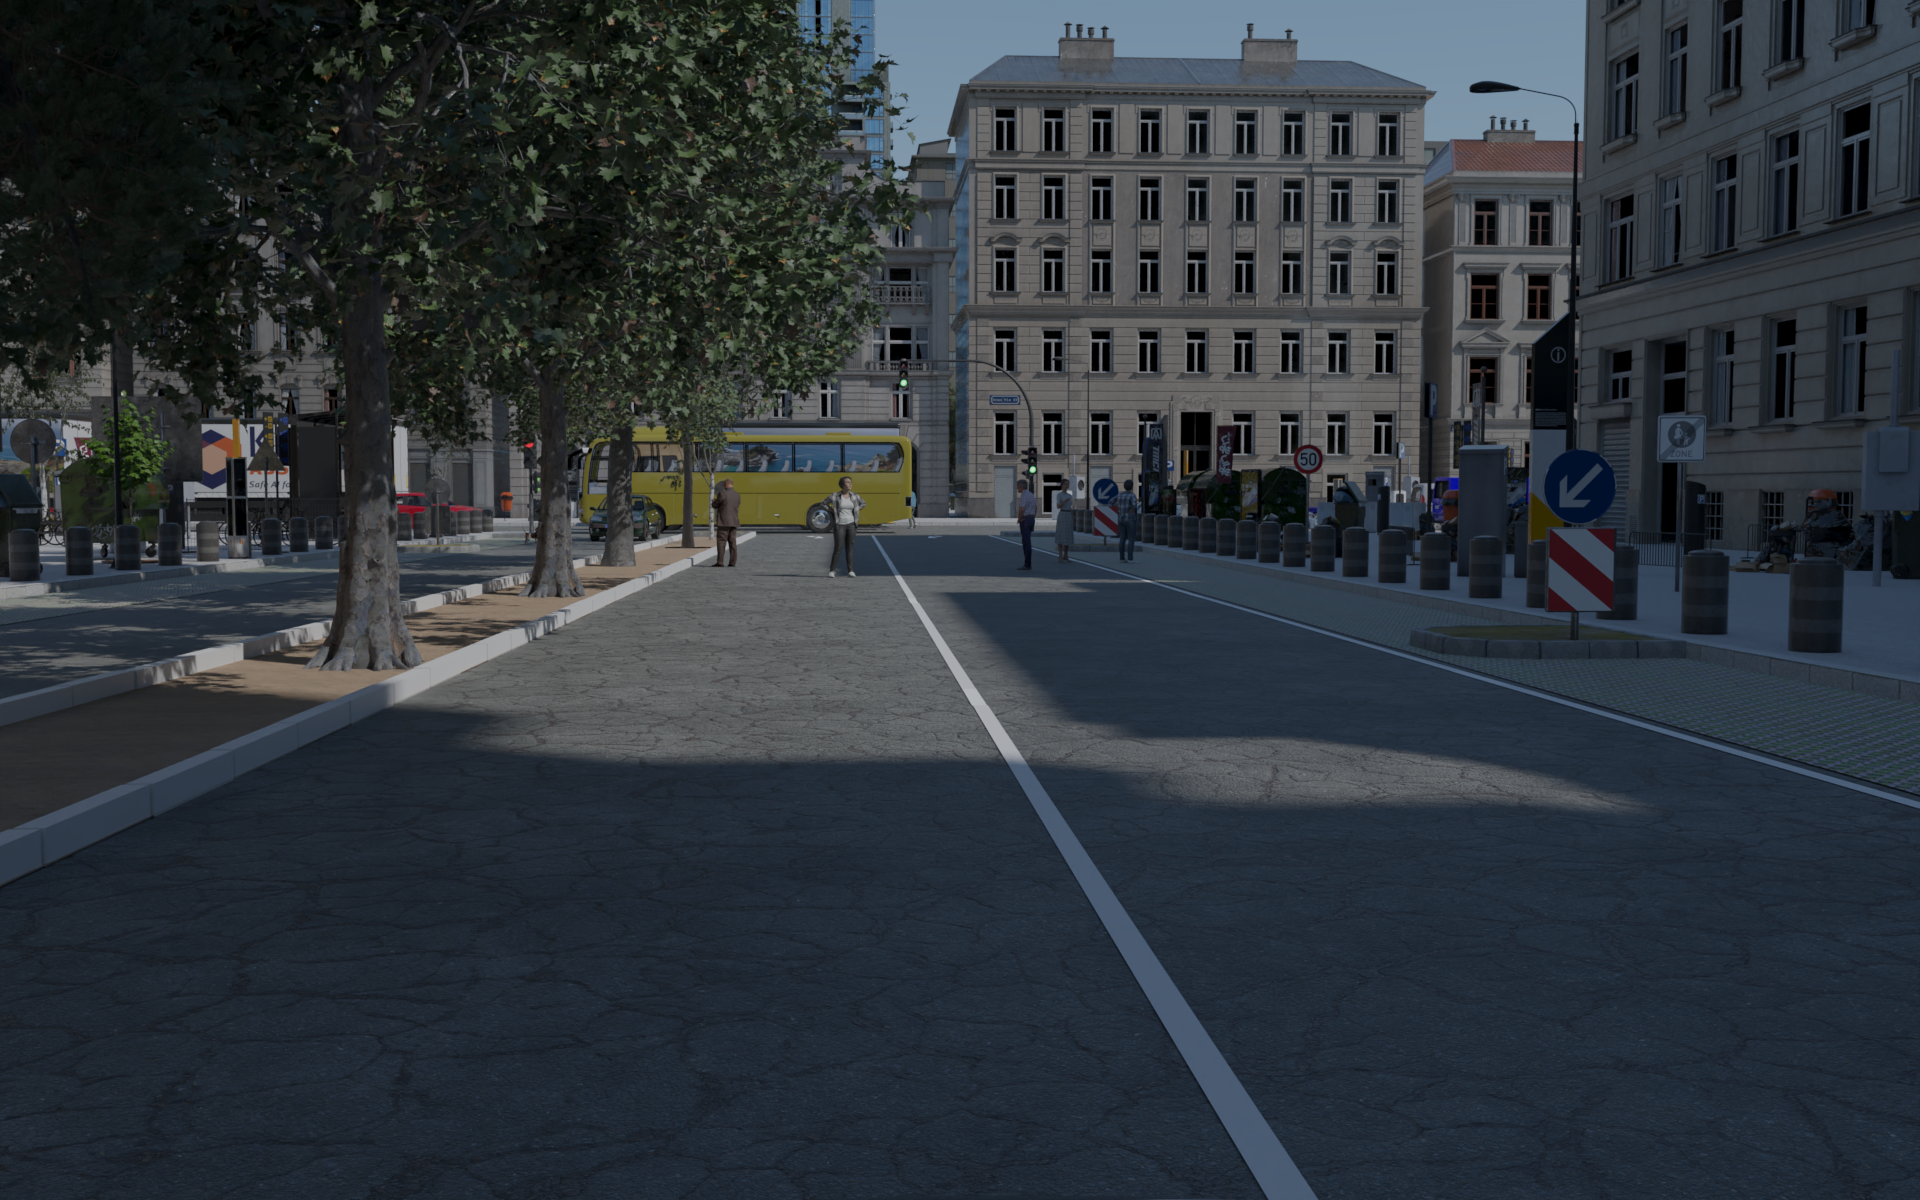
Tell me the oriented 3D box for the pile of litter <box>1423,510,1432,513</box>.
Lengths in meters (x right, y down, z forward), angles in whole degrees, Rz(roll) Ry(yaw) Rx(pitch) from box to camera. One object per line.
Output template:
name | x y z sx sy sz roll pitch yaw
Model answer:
pile of litter | 12.817 -2.114 48.533 1.176 0.858 1.719 2 4 30

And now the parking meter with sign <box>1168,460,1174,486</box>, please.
parking meter with sign | 10.543 -5.662 88.840 0.543 3.016 1.738 1 4 18

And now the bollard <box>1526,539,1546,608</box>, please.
bollard | 6.621 -0.299 19.601 0.404 0.777 0.398 0 3 0

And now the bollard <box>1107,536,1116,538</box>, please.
bollard | 4.591 -2.199 50.676 0.404 0.777 0.398 0 3 0

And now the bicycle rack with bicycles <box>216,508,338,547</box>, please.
bicycle rack with bicycles | -17.057 -1.778 42.446 2.925 0.926 2.852 1 4 19

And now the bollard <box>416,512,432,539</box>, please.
bollard | -15.386 -2.120 49.386 0.404 0.777 0.398 0 3 0

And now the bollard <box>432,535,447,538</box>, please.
bollard | -15.506 -2.233 51.219 0.404 0.777 0.398 0 3 0

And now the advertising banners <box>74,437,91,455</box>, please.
advertising banners | -26.493 -3.530 53.906 0.090 3.025 2.074 3 4 37

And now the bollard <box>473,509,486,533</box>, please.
bollard | -15.860 -2.567 56.692 0.404 0.777 0.398 0 3 0

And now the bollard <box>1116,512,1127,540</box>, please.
bollard | 4.709 -2.087 48.835 0.404 0.777 0.398 0 3 0

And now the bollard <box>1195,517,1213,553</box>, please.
bollard | 5.426 -1.416 37.874 0.404 0.777 0.398 0 3 0

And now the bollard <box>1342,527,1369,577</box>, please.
bollard | 6.149 -0.746 26.914 0.404 0.777 0.398 0 3 0

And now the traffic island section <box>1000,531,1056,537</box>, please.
traffic island section | 2.437 -2.240 58.898 2.009 0.180 2.903 0 4 -4

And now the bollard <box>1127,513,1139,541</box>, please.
bollard | 4.829 -1.975 47.012 0.404 0.777 0.398 0 3 0

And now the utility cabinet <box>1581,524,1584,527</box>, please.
utility cabinet | 14.562 -1.885 41.975 1.020 1.237 0.306 3 5 39

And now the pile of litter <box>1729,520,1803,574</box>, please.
pile of litter | 13.301 -0.883 28.401 1.176 0.858 1.719 0 4 2

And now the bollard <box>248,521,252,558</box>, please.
bollard | -14.426 -1.225 34.743 0.404 0.777 0.398 0 3 0

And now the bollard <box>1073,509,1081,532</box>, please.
bollard | 4.109 -2.647 57.998 0.404 0.777 0.398 0 3 0

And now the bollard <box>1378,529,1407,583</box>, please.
bollard | 6.265 -0.634 25.091 0.404 0.777 0.398 0 3 0

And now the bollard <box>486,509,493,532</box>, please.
bollard | -15.982 -2.679 58.515 0.404 0.777 0.398 0 3 0

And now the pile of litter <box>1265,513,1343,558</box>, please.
pile of litter | 7.268 -1.286 34.985 1.719 0.858 1.176 -1 4 -15

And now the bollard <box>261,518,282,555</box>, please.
bollard | -14.543 -1.338 36.586 0.404 0.777 0.398 0 3 0

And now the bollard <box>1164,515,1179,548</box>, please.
bollard | 5.189 -1.641 41.540 0.404 0.777 0.398 0 3 0

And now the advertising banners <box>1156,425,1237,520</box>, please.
advertising banners | 6.027 -2.938 44.232 2.074 3.025 0.090 1 4 19

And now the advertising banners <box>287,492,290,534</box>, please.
advertising banners | -20.168 -3.497 53.360 0.090 3.025 2.074 0 4 7

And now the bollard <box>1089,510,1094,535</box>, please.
bollard | 4.348 -2.424 54.346 0.404 0.777 0.398 0 3 0

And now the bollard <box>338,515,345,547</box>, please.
bollard | -14.909 -1.674 42.079 0.404 0.777 0.398 0 3 0

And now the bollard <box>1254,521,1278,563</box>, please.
bollard | 5.786 -1.082 32.404 0.404 0.777 0.398 0 3 0

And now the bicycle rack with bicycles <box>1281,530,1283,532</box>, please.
bicycle rack with bicycles | 10.475 -2.800 59.155 2.925 0.926 2.852 0 4 7

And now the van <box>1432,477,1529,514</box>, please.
van | 20.040 -3.607 63.366 5.245 2.365 2.240 0 4 -4

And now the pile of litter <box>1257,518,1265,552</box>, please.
pile of litter | 7.150 -1.498 38.451 1.719 0.858 1.176 -2 4 -25

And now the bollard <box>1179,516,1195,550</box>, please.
bollard | 5.308 -1.528 39.697 0.404 0.777 0.398 0 3 0

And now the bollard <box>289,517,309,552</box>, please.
bollard | -14.669 -1.450 38.421 0.404 0.777 0.398 0 3 0

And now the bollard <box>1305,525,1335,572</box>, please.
bollard | 6.025 -0.859 28.758 0.404 0.777 0.398 0 3 0

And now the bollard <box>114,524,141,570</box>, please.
bollard | -14.067 -0.890 29.273 0.404 0.777 0.398 0 3 0

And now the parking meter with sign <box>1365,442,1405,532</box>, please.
parking meter with sign | 14.151 -3.827 58.827 1.738 3.016 0.543 3 4 36

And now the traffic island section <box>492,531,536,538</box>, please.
traffic island section | -14.319 -2.173 57.809 2.009 0.180 2.903 0 4 -4

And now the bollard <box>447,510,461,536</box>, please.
bollard | -15.624 -2.344 53.045 0.404 0.777 0.398 0 3 0

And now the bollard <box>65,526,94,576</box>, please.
bollard | -13.949 -0.778 27.430 0.404 0.777 0.398 0 3 0

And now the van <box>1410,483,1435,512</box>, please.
van | 19.738 -3.720 67.830 4.112 2.044 2.013 0 4 -4

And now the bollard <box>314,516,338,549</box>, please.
bollard | -14.785 -1.562 40.253 0.404 0.777 0.398 0 3 0

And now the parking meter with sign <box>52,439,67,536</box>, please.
parking meter with sign | -27.887 -3.511 53.668 0.543 3.016 1.738 -2 4 -31

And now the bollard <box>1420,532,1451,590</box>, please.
bollard | 6.385 -0.523 23.268 0.404 0.777 0.398 0 3 0

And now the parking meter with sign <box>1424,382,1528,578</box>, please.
parking meter with sign | 8.111 -1.870 26.836 1.738 3.016 0.543 2 4 28

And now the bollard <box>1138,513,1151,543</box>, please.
bollard | 4.949 -1.864 45.189 0.404 0.777 0.398 0 3 0

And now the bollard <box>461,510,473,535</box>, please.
bollard | -15.745 -2.456 54.868 0.404 0.777 0.398 0 3 0

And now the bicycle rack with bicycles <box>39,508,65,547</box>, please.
bicycle rack with bicycles | -22.290 -1.794 42.713 2.925 0.926 2.852 0 4 -3

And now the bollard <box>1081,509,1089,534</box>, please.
bollard | 4.224 -2.536 56.175 0.404 0.777 0.398 0 3 0

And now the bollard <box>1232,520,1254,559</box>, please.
bollard | 5.666 -1.193 34.227 0.404 0.777 0.398 0 3 0

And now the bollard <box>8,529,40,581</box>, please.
bollard | -13.826 -0.665 25.593 0.404 0.777 0.398 0 3 0

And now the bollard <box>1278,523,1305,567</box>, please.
bollard | 5.906 -0.970 30.581 0.404 0.777 0.398 0 3 0

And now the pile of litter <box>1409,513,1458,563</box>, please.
pile of litter | 9.192 -1.174 33.157 1.176 0.858 1.719 1 4 13

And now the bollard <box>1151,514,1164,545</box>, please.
bollard | 5.068 -1.752 43.366 0.404 0.777 0.398 0 3 0

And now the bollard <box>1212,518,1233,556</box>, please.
bollard | 5.545 -1.305 36.050 0.404 0.777 0.398 0 3 0

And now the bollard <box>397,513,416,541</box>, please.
bollard | -15.264 -2.009 47.562 0.404 0.777 0.398 0 3 0

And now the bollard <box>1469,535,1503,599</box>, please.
bollard | 6.504 -0.410 21.424 0.404 0.777 0.398 0 3 0

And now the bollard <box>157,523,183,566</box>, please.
bollard | -14.186 -1.002 31.096 0.404 0.777 0.398 0 3 0

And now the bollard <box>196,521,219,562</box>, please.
bollard | -14.300 -1.113 32.920 0.404 0.777 0.398 0 3 0
